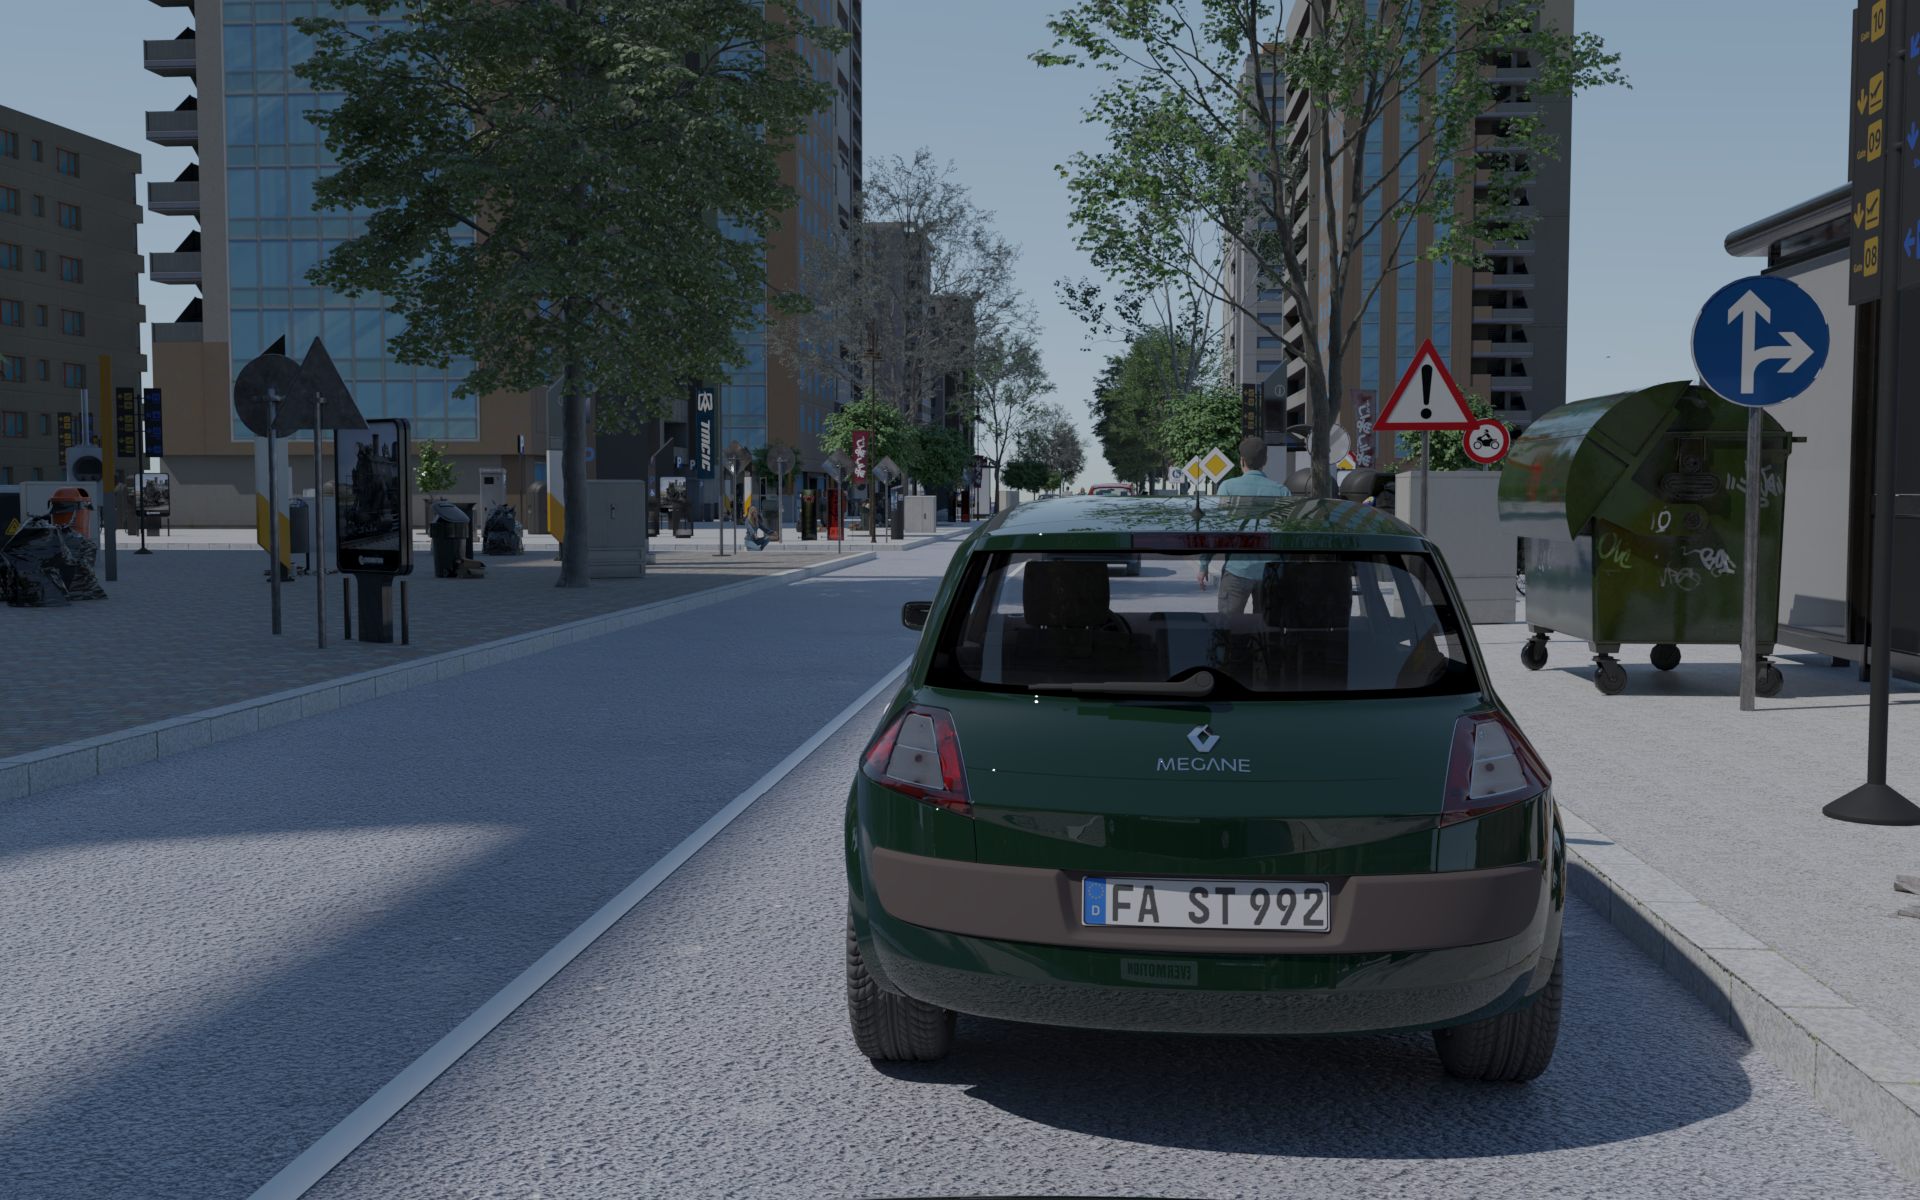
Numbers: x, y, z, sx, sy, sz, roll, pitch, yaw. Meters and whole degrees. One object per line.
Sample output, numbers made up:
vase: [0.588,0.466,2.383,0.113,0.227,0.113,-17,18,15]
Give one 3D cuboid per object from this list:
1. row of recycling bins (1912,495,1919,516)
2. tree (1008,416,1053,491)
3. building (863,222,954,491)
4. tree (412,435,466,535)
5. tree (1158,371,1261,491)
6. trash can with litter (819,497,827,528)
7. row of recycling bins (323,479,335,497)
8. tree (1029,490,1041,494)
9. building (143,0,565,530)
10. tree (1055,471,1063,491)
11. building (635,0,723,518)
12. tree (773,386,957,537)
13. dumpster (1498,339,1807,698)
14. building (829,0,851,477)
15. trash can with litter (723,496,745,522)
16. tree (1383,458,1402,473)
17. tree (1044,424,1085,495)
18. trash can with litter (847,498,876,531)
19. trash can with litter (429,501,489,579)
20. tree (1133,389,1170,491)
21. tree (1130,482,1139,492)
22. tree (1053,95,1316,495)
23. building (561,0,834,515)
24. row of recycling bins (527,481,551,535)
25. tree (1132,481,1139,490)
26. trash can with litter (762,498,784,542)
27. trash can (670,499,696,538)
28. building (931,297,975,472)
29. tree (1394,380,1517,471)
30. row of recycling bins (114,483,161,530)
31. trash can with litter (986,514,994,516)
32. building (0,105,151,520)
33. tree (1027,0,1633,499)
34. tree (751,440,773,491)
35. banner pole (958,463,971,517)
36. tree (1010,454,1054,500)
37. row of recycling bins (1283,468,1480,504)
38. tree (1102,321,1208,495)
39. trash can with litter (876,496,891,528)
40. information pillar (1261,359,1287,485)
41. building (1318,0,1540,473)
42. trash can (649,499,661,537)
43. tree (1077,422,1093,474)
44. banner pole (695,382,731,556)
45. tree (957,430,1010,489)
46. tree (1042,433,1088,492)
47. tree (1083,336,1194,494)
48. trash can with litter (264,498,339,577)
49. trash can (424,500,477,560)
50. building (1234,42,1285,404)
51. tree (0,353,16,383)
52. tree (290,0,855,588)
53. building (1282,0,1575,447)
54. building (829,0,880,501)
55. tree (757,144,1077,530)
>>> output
row of recycling bins: [13.851,-0.985,23.222,1.069,1.692,3.534,0,4,6]
tree: [6.362,-12.377,152.733,4.360,8.622,3.978,0,3,0]
building: [-16.733,-33.039,232.073,32.217,40.220,23.993,0,4,5]
tree: [-16.731,-3.670,54.610,1.663,3.219,1.824,0,3,0]
tree: [6.967,-3.839,46.483,4.285,4.588,4.351,0,3,0]
trash can with litter: [-4.947,-3.325,65.758,0.624,1.170,1.055,-2,4,-25]
row of recycling bins: [-16.296,-2.439,46.991,3.534,1.692,1.069,3,5,45]
tree: [7.259,-10.485,166.023,1.663,3.219,1.824,0,3,0]
building: [-21.479,-25.549,67.837,14.600,45.320,14.200,0,4,5]
tree: [6.154,-9.926,145.996,4.285,4.588,4.351,0,3,0]
building: [-20.908,-19.494,90.433,14.160,30.474,14.107,0,4,5]
tree: [-2.793,-4.205,52.459,4.285,4.588,4.351,0,3,0]
dumpster: [4.615,-0.564,11.716,1.502,2.255,1.985,0,4,5]
building: [-23.495,-33.422,135.693,28.713,52.752,27.495,0,4,5]
trash can with litter: [-10.638,-4.250,80.874,1.055,1.170,0.624,-2,4,-32]
tree: [23.298,-6.011,92.881,1.663,3.219,1.824,0,3,0]
tree: [16.323,-21.789,274.378,7.486,12.596,7.792,0,3,0]
trash can with litter: [-3.439,-2.982,60.147,1.055,1.170,0.624,2,4,29]
trash can with litter: [-7.648,-0.929,26.578,1.055,1.170,0.624,2,4,35]
tree: [13.701,-10.516,122.295,4.737,8.622,4.395,0,3,0]
tree: [24.404,-15.384,246.125,1.663,3.219,1.824,0,3,0]
tree: [10.660,-13.786,81.295,12.611,20.169,13.585,0,3,0]
building: [-16.129,-28.236,111.768,14.600,45.320,14.200,0,4,5]
row of recycling bins: [-11.996,-2.949,55.336,3.534,1.692,1.069,-1,4,-21]
tree: [22.953,-16.794,224.943,4.360,8.622,3.978,0,3,0]
trash can with litter: [-5.049,-2.177,46.975,0.624,1.170,1.055,-1,4,-10]
trash can: [-8.053,-2.367,50.350,0.748,1.137,0.748,0,3,0]
building: [-5.210,-30.147,264.610,14.160,30.474,14.107,0,4,5]
tree: [14.399,-4.076,50.355,4.285,4.588,4.351,0,3,0]
row of recycling bins: [-30.113,-3.488,64.136,1.069,1.692,3.534,1,4,18]
trash can with litter: [1.567,-5.457,100.274,1.678,1.210,2.233,0,4,3]
building: [-57.106,-14.117,75.846,28.899,21.520,27.650,0,4,5]
tree: [4.656,-5.889,22.033,9.928,11.665,9.643,0,3,0]
tree: [-10.518,-7.045,98.891,4.285,4.588,4.351,0,3,0]
banner pole: [0.292,-6.641,98.597,0.863,3.779,0.401,2,4,24]
tree: [4.681,-9.475,138.628,4.285,4.588,4.351,0,3,0]
row of recycling bins: [6.818,-1.239,27.367,3.534,1.692,1.069,-1,4,-13]
tree: [13.174,-11.999,114.316,7.486,12.596,7.792,0,3,0]
trash can with litter: [-3.011,-3.423,67.030,1.678,1.210,2.233,0,4,7]
information pillar: [5.442,-2.364,30.005,0.504,3.616,0.183,-1,4,-23]
building: [35.858,-29.653,134.938,14.600,45.320,14.200,0,4,5]
trash can: [-9.297,-2.457,51.833,0.748,1.137,0.748,0,3,0]
tree: [12.308,-19.409,227.707,12.009,13.543,11.850,0,3,0]
banner pole: [-5.125,-2.799,35.783,0.863,3.779,0.401,2,4,31]
tree: [-0.955,-5.324,70.763,4.285,4.588,4.351,0,3,0]
tree: [15.368,-19.891,259.626,8.767,10.594,7.601,1,4,16]
tree: [14.463,-14.126,137.609,9.857,13.997,8.962,0,3,0]
trash can with litter: [-10.298,-1.025,27.821,1.678,1.210,2.233,2,4,25]
trash can: [-8.307,-1.027,28.437,0.748,1.137,0.748,0,3,0]
building: [47.663,-42.257,232.907,21.231,58.520,28.212,0,4,5]
tree: [-5.832,-0.848,8.472,1.663,3.219,1.824,0,3,0]
tree: [-5.365,-6.475,23.995,7.486,12.596,7.792,0,3,0]
building: [40.268,-32.336,152.397,21.300,48.544,21.600,0,4,5]
building: [-17.521,-44.065,158.719,20.563,71.187,20.611,0,4,5]
tree: [-1.982,-9.241,61.453,12.009,13.543,11.850,0,3,0]
